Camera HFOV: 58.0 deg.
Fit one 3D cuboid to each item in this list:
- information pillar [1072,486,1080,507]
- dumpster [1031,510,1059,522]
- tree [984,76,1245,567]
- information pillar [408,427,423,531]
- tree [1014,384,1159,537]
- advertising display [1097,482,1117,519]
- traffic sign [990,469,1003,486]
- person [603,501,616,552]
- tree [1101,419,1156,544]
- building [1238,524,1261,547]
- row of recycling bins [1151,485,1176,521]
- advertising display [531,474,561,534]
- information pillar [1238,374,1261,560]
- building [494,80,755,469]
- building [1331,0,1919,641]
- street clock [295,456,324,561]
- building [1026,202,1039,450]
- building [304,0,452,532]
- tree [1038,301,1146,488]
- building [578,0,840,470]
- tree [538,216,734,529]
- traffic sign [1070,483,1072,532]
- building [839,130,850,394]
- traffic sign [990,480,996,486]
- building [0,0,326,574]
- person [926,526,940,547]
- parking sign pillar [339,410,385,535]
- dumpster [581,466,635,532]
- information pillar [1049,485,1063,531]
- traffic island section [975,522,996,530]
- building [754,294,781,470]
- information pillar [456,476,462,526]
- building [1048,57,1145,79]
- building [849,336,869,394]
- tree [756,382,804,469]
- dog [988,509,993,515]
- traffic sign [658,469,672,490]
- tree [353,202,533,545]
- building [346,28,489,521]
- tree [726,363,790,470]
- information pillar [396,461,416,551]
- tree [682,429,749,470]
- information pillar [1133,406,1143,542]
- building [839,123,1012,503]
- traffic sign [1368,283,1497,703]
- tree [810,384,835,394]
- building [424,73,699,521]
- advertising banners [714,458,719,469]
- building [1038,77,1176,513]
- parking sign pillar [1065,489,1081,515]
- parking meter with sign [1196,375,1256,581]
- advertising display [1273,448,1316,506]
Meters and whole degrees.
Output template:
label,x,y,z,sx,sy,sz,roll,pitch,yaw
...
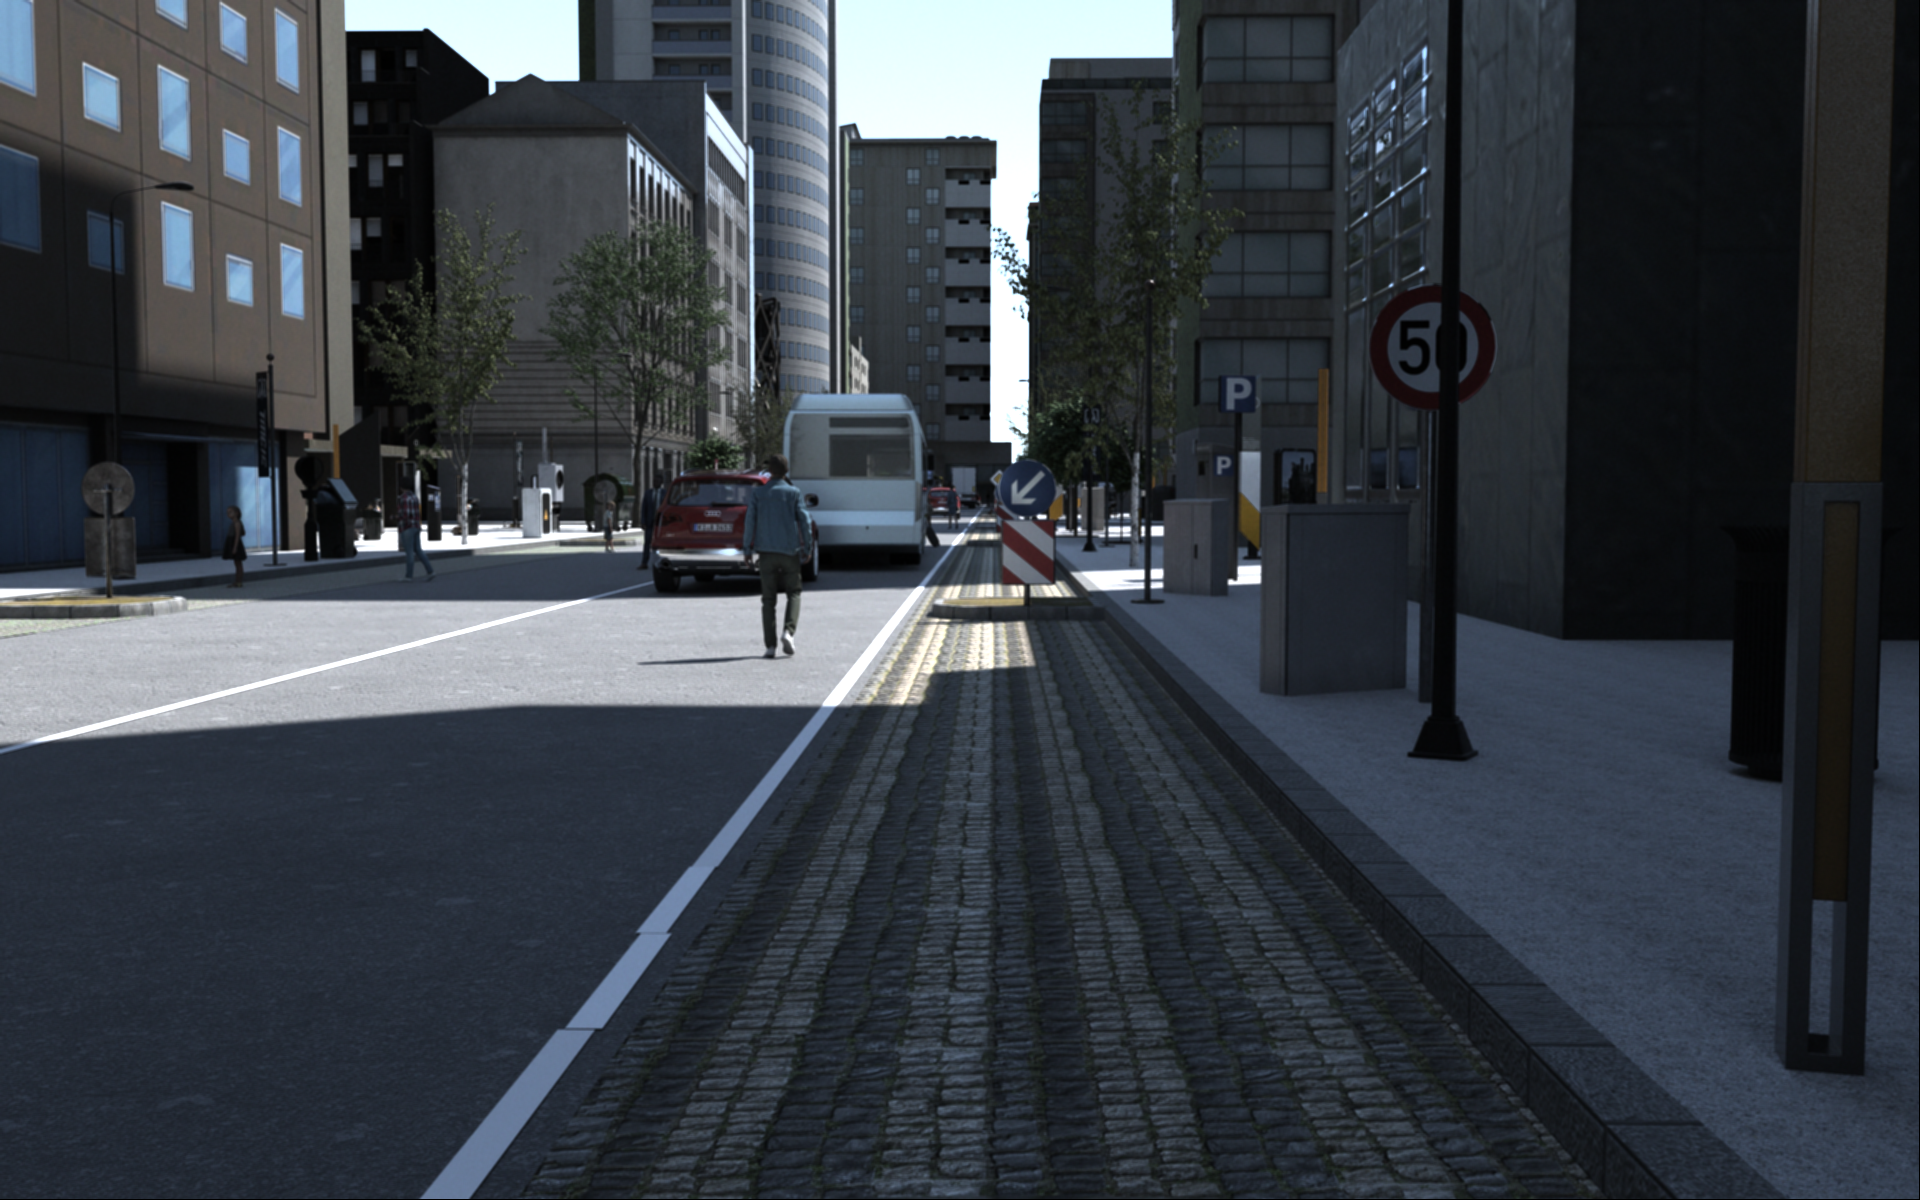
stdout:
label,x,y,z,sx,sy,sz,roll,pitch,yaw
information pillar,7.062,-6.977,105.430,0.504,3.616,0.183,1,4,21
dumpster,3.905,-4.741,80.003,1.502,2.255,1.985,0,4,1
tree,2.876,-4.897,30.423,4.737,8.622,4.395,0,3,0
information pillar,-19.014,-4.221,60.374,0.183,3.616,0.504,2,4,28
tree,3.405,-4.181,52.080,4.285,4.588,4.351,0,3,0
advertising display,7.442,-5.046,87.709,0.974,1.923,0.123,0,4,7
traffic sign,1.603,-4.079,70.338,0.795,2.450,0.064,0,4,1
person,-8.641,-1.807,42.728,0.352,1.250,0.332,2,4,23
tree,4.316,-3.077,44.903,1.663,3.219,1.824,0,3,0
building,12.865,-22.230,47.056,14.154,41.232,14.086,0,4,1
row of recycling bins,9.827,-4.679,83.618,1.069,1.692,3.534,1,4,15
advertising display,-14.056,-3.277,58.791,0.974,1.923,0.123,-2,4,-30
information pillar,5.676,-2.600,33.865,0.504,3.616,0.183,-2,4,-29
building,-20.335,-17.818,109.339,12.078,24.808,19.932,0,4,1
building,16.356,-42.490,7.376,22.319,86.520,31.000,0,4,1
street clock,-12.416,-1.744,33.085,0.358,2.002,0.471,3,5,44
building,22.392,-36.410,249.923,28.867,44.769,22.147,0,4,1
building,-34.705,-24.599,56.826,28.867,44.769,22.147,0,4,1
tree,4.919,-7.046,65.566,4.360,8.622,3.978,0,3,0
building,-23.310,-38.229,167.049,21.231,58.520,28.212,0,4,1
tree,-11.978,-8.485,64.491,9.928,11.665,9.643,0,3,0
traffic sign,3.777,-3.598,58.927,0.768,2.556,0.104,1,4,10
building,-19.644,-30.930,189.300,14.154,41.232,14.086,0,4,1
traffic sign,1.757,-4.568,78.322,0.795,2.450,0.064,0,4,1
building,-21.738,-23.356,31.974,14.600,45.320,14.200,0,4,1
person,-1.286,-2.314,46.545,1.509,1.804,0.699,-1,4,-11
parking sign pillar,-19.179,-4.090,55.345,1.447,3.967,1.447,-1,4,-13
dumpster,-12.066,-3.476,59.334,1.502,2.255,1.985,0,4,1
information pillar,3.333,-4.217,60.297,0.504,3.616,0.183,0,4,-6
traffic island section,1.627,-2.944,70.415,2.009,0.180,2.903,0,4,1
building,-21.998,-16.002,129.088,16.820,18.784,16.811,0,4,1
information pillar,-20.301,-4.039,70.530,0.304,2.012,0.304,-2,4,-30
building,15.368,-29.510,166.090,14.154,41.232,14.086,0,4,1
building,-26.675,-22.522,213.278,28.899,21.520,27.650,0,4,1
tree,-11.703,-10.000,113.855,4.737,8.622,4.395,0,3,0
dog,1.881,-5.404,107.648,0.540,0.507,0.406,2,4,27
traffic sign,-12.004,-4.182,70.499,0.606,2.300,0.079,0,4,2
tree,-12.700,-5.705,43.642,4.737,8.622,4.395,0,3,0
building,-33.091,-15.735,86.938,15.834,23.373,12.332,0,4,1
tree,-11.367,-9.018,97.800,4.360,8.622,3.978,0,3,0
information pillar,-12.415,-2.102,38.859,0.304,2.012,0.304,3,5,40
tree,-12.446,-6.379,88.010,4.285,4.588,4.351,0,3,0
information pillar,4.767,-3.376,46.545,0.183,3.616,0.504,-1,4,-14
building,-6.183,-40.653,253.907,27.495,52.752,28.713,0,4,1
traffic sign,2.868,-0.642,10.595,0.768,2.556,0.104,0,4,4
tree,-10.738,-13.021,147.301,7.601,10.594,8.767,2,4,34
building,-19.970,-14.754,90.381,9.793,20.994,18.267,0,4,1
advertising banners,-12.110,-5.380,84.156,0.090,3.025,2.074,1,4,15
building,12.578,-21.549,124.019,14.160,30.474,14.107,0,4,1
parking sign pillar,6.980,-7.250,107.002,1.447,3.967,1.447,-2,4,-24
parking meter with sign,3.908,-1.838,26.307,0.543,3.016,1.738,-1,4,-11
advertising display,4.756,-1.187,24.623,0.123,1.923,0.974,3,5,41
